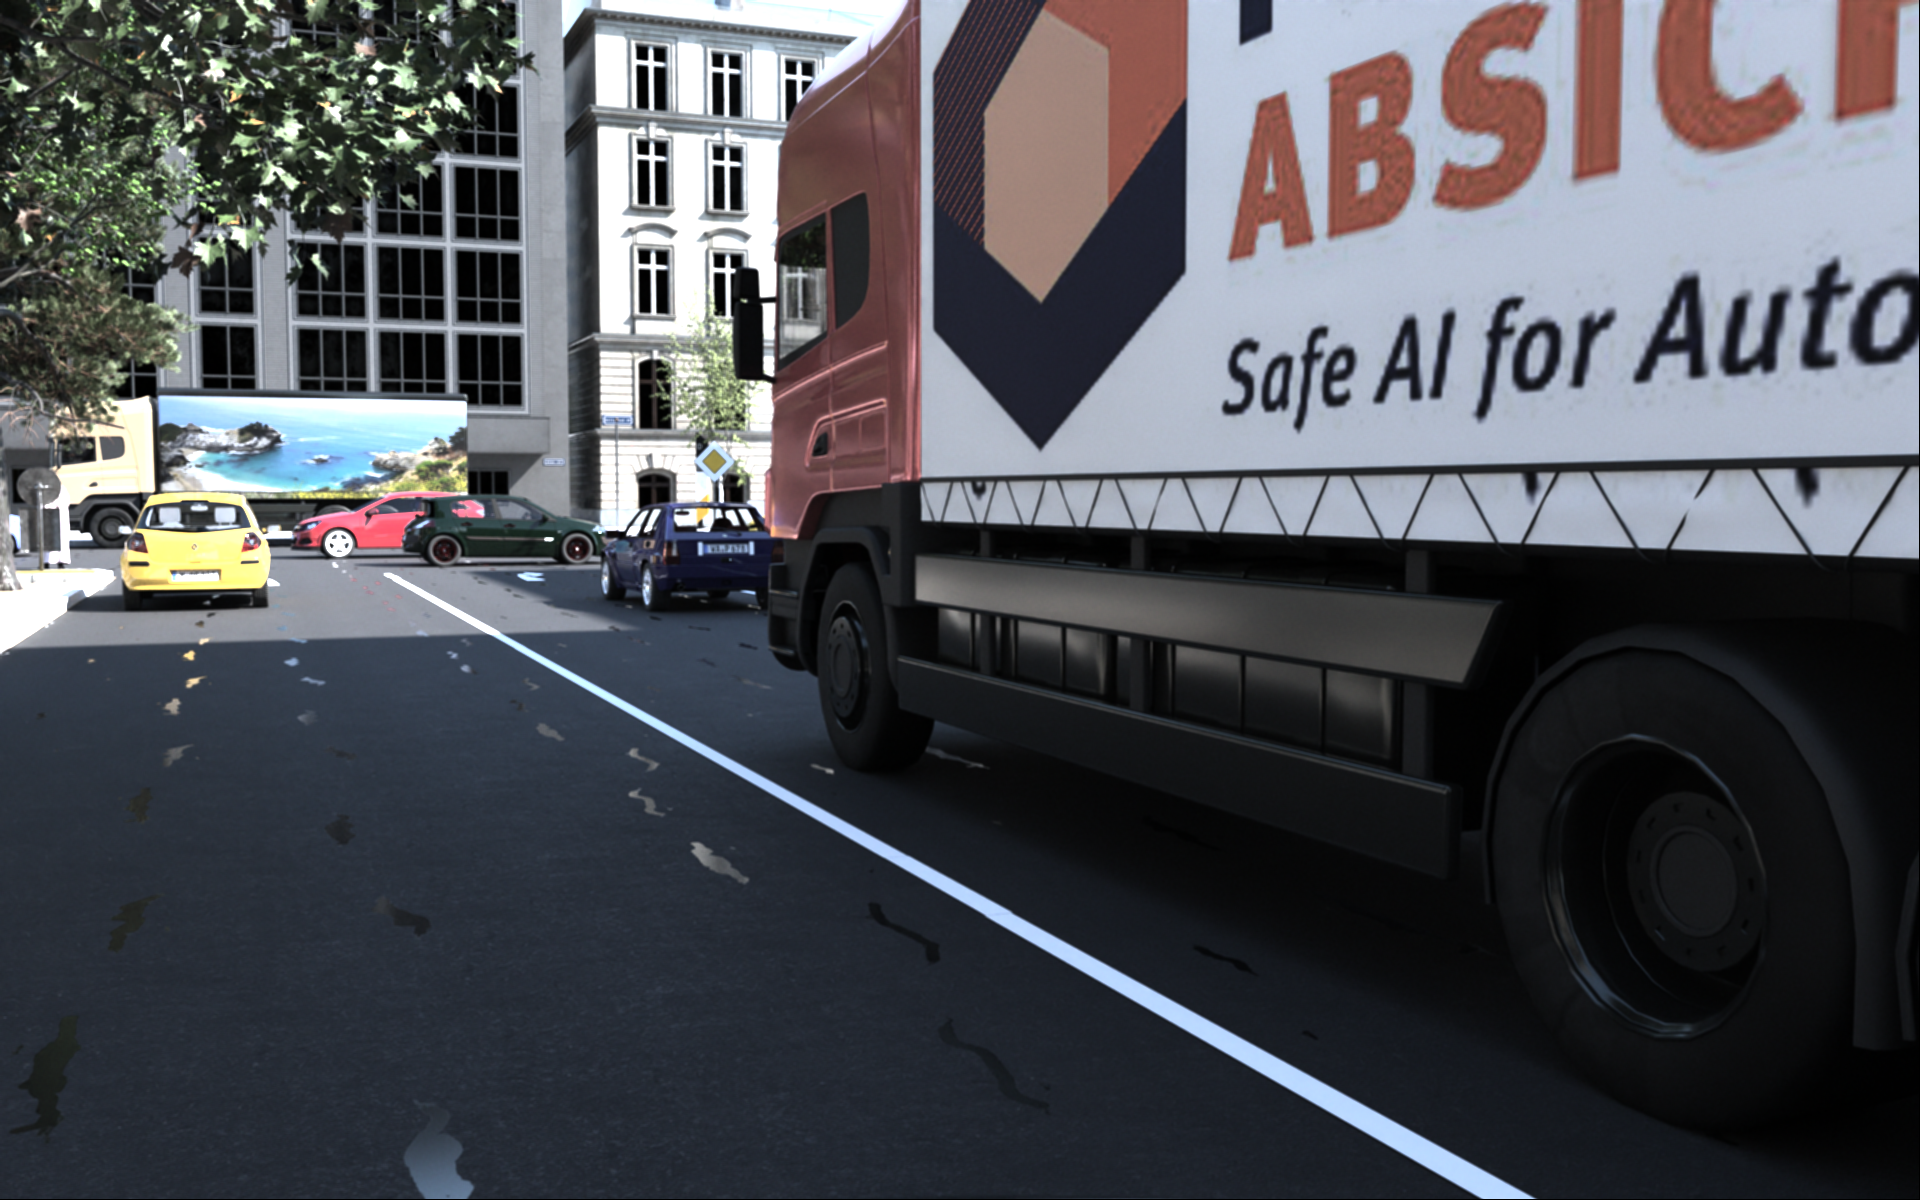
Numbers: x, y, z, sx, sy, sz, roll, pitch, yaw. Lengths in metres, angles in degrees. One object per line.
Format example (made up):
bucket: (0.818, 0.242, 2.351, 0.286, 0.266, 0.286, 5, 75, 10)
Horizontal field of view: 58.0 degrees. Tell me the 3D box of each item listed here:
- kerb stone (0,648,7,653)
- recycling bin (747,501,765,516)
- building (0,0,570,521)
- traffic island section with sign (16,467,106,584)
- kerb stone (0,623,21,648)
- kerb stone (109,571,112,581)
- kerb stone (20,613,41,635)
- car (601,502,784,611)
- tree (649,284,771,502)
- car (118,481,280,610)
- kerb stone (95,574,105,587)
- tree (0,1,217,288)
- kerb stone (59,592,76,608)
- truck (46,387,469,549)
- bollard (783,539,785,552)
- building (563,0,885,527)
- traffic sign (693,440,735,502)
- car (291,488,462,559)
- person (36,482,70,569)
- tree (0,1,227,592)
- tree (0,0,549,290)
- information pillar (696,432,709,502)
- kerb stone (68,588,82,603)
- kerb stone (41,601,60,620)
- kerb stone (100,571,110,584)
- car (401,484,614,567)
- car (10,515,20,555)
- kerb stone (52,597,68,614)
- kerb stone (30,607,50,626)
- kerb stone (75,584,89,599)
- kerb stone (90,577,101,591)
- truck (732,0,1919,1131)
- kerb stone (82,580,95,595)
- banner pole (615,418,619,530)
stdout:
kerb stone: (-8.840, 0.382, 15.946, 0.120, 0.150, 1.000, -1, 4, -22)
recycling bin: (-7.533, -3.185, 64.625, 0.722, 1.027, 0.722, 0, 4, 3)
building: (-27.979, -16.660, 65.897, 24.014, 27.812, 14.314, -1, 4, -22)
traffic island section with sign: (-15.114, -1.235, 28.325, 2.006, 1.907, 1.989, -1, 4, -22)
kerb stone: (-9.242, 0.323, 16.909, 0.120, 0.150, 1.000, -1, 4, -22)
kerb stone: (-13.955, -0.374, 28.302, 0.120, 0.150, 1.000, -1, 4, -22)
kerb stone: (-9.627, 0.265, 17.859, 0.120, 0.150, 1.000, -1, 4, -22)
car: (-3.568, -0.619, 22.703, 1.945, 1.354, 3.894, -1, 4, -23)
tree: (-8.417, -6.705, 59.990, 4.737, 8.622, 4.395, 0, 3, 0)
car: (-10.068, -0.777, 22.925, 2.015, 1.641, 3.980, -1, 4, -22)
kerb stone: (-13.174, -0.254, 26.407, 0.120, 0.150, 1.000, -1, 4, -22)
tree: (-10.637, -5.446, 17.251, 9.928, 11.665, 9.643, 0, 3, 0)
kerb stone: (-11.203, 0.033, 21.653, 0.120, 0.150, 1.000, -1, 4, -22)
truck: (-19.379, -3.579, 47.424, 11.283, 4.237, 2.839, -1, 4, -21)
bollard: (-3.418, -1.167, 33.802, 0.404, 0.777, 0.398, 0, 3, 0)
building: (-0.180, -15.791, 77.265, 34.723, 24.649, 14.460, -1, 4, -22)
traffic sign: (-4.585, -1.754, 32.326, 0.795, 2.450, 0.064, -1, 4, -22)
car: (-12.901, -1.867, 39.569, 4.494, 1.783, 2.155, -2, 4, -24)
person: (-17.273, -1.461, 33.064, 0.621, 1.740, 0.551, 2, 4, 28)
tree: (-14.177, -6.148, 25.029, 6.751, 12.117, 7.091, 0, 3, 0)
tree: (-6.299, -5.361, 7.119, 9.611, 12.733, 9.660, 0, 3, 0)
information pillar: (-9.653, -4.494, 64.827, 0.504, 3.616, 0.183, 1, 4, 11)
kerb stone: (-11.602, -0.024, 22.605, 0.120, 0.150, 1.000, -1, 4, -22)
kerb stone: (-10.416, 0.149, 19.752, 0.120, 0.150, 1.000, -1, 4, -22)
kerb stone: (-13.565, -0.316, 27.354, 0.120, 0.150, 1.000, -1, 4, -22)
car: (-9.196, -1.563, 35.337, 4.222, 1.686, 2.009, -1, 4, -23)
car: (-23.011, -1.822, 39.387, 3.694, 1.707, 1.945, -1, 4, -23)
kerb stone: (-10.807, 0.095, 20.700, 0.120, 0.150, 1.000, -1, 4, -22)
kerb stone: (-10.027, 0.207, 18.804, 0.120, 0.150, 1.000, -1, 4, -22)
kerb stone: (-11.991, -0.083, 23.556, 0.120, 0.150, 1.000, -1, 4, -22)
kerb stone: (-12.776, -0.199, 25.457, 0.120, 0.150, 1.000, -1, 4, -22)
truck: (1.804, -1.059, 6.225, 2.839, 4.237, 11.283, -1, 4, -23)
kerb stone: (-12.385, -0.141, 24.507, 0.120, 0.150, 1.000, -1, 4, -22)
banner pole: (-11.330, -4.110, 57.209, 0.401, 3.779, 0.863, -1, 4, -12)
